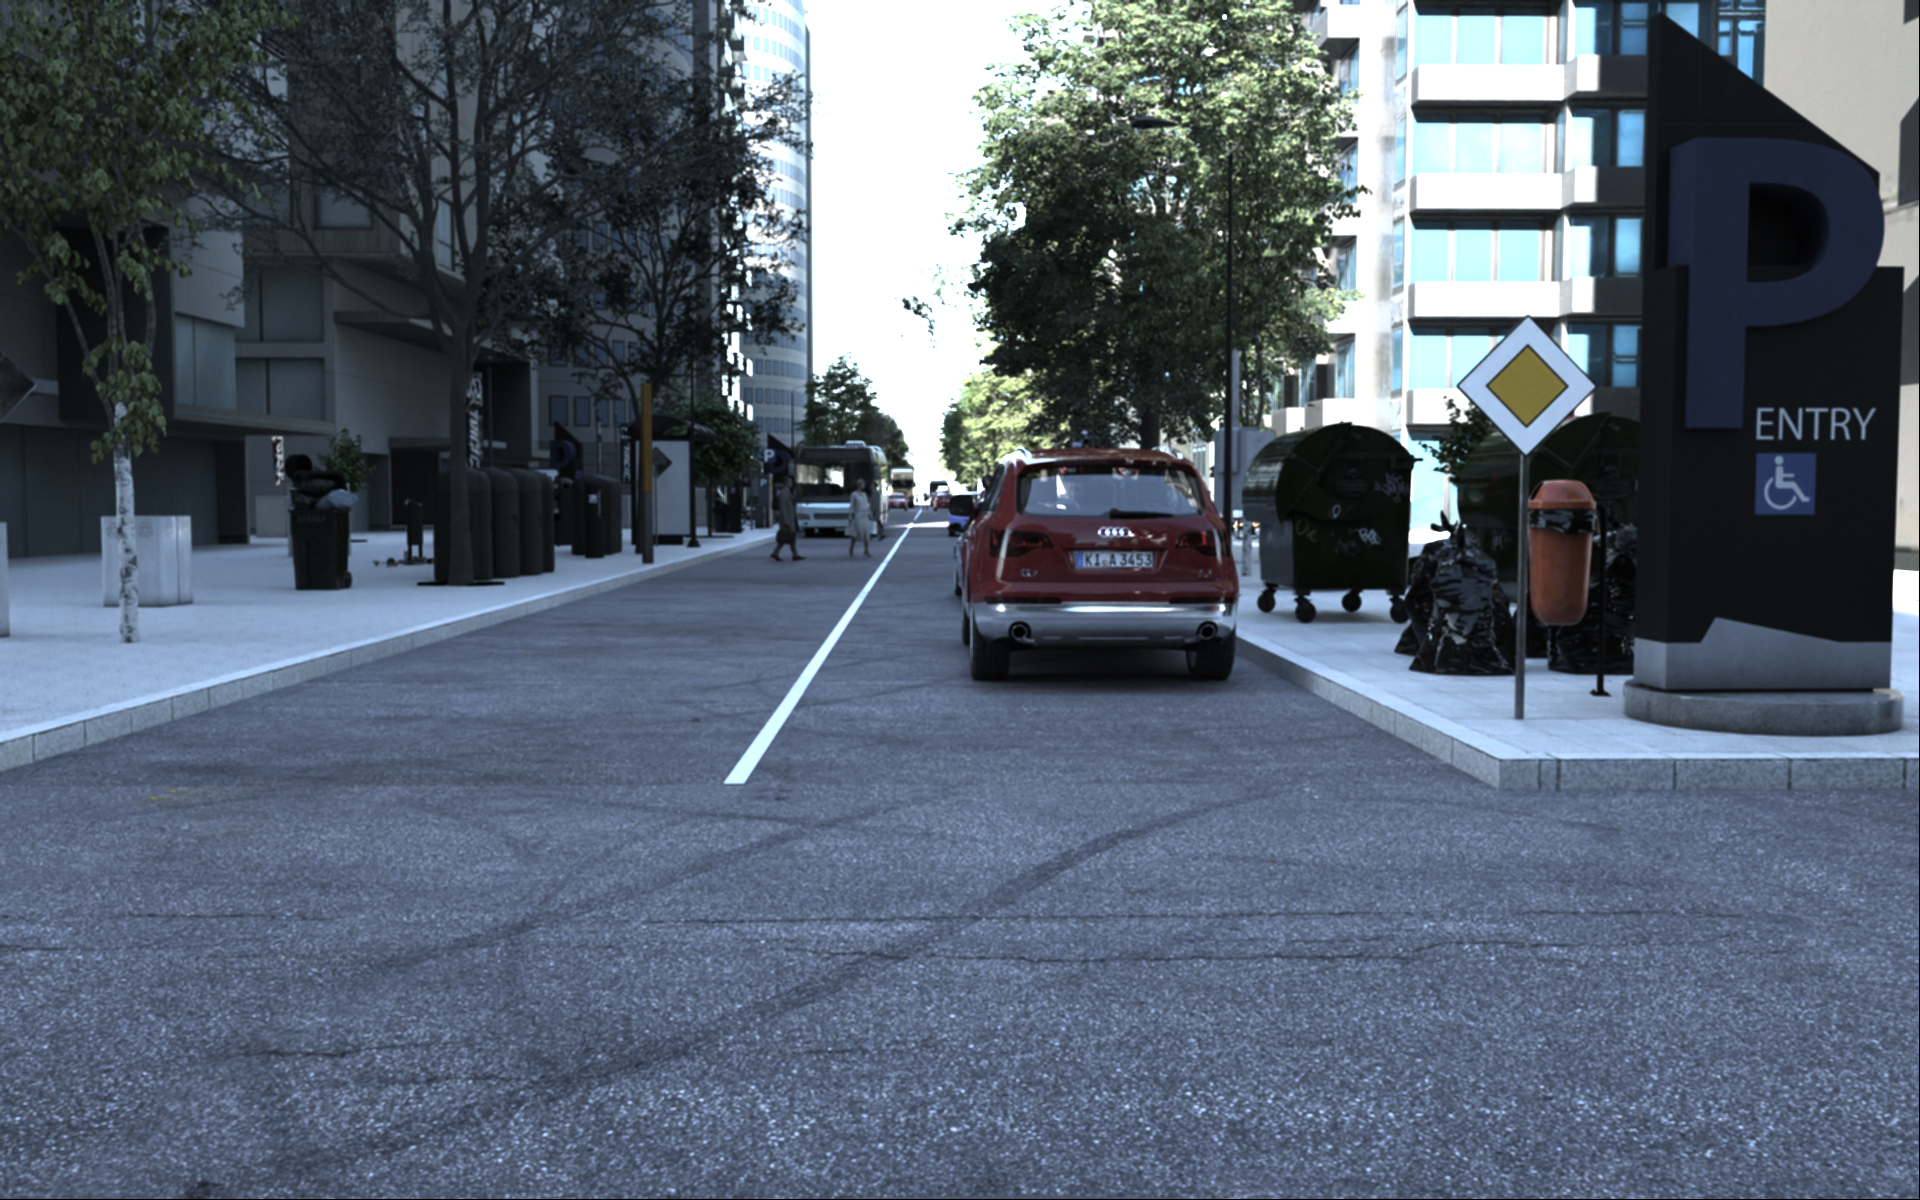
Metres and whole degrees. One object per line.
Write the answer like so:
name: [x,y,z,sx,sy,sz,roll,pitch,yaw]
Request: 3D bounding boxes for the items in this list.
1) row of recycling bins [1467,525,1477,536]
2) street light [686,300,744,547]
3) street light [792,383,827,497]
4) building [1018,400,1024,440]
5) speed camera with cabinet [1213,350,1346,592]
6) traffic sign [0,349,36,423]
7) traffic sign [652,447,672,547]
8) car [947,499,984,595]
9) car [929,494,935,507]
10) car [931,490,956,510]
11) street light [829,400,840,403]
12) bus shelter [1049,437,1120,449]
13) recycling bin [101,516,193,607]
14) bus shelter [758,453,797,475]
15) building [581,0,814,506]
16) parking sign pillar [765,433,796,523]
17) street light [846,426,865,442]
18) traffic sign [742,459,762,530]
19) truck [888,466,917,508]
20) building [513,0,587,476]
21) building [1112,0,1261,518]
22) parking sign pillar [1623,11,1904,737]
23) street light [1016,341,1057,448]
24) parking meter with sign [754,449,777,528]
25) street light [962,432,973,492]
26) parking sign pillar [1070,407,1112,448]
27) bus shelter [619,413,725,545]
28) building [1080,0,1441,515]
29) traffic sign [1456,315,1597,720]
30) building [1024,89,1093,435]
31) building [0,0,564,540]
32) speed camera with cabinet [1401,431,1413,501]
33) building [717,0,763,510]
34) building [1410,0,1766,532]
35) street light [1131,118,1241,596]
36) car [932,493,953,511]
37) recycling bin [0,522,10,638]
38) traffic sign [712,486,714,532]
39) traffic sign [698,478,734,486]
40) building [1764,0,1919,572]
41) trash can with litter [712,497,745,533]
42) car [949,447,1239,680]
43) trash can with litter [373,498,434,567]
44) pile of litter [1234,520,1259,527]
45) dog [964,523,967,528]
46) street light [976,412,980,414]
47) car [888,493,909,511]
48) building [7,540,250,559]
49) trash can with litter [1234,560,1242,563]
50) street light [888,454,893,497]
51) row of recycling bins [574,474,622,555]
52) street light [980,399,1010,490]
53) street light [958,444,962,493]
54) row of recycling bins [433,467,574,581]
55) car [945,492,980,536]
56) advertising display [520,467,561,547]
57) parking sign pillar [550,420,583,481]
row of recycling bins: [11.145,-1.649,34.072,1.069,1.692,3.534,-1,4,-16]
street light: [-5.880,-4.223,41.581,1.470,5.913,1.316,0,4,-1]
street light: [-6.482,-6.131,72.779,1.470,5.913,1.316,0,4,-1]
building: [21.847,-23.569,230.396,27.650,21.520,28.899,0,4,-1]
speed camera with cabinet: [4.347,-1.783,23.481,0.660,3.252,2.038,-3,4,-36]
traffic sign: [-5.558,-0.370,9.691,0.795,2.450,0.064,0,4,-1]
traffic sign: [-7.378,-2.499,42.052,0.795,2.450,0.064,0,4,1]
car: [0.855,-0.676,23.059,2.014,1.417,4.499,0,4,-3]
car: [-2.585,-11.685,200.087,2.155,1.783,4.494,0,4,-3]
car: [-1.431,-8.991,155.671,2.281,1.827,5.304,0,4,-1]
street light: [-6.648,-6.943,86.058,1.470,5.913,1.316,0,4,-1]
bus shelter: [4.136,-3.973,58.887,2.014,3.302,5.546,0,4,-1]
recycling bin: [-9.366,-0.454,19.971,0.722,1.027,0.722,0,4,4]
bus shelter: [-8.095,-5.275,80.170,2.014,3.302,5.546,0,4,-1]
building: [-27.466,-39.603,189.506,21.231,58.520,28.212,0,4,-1]
parking sign pillar: [-7.885,-5.366,76.212,1.447,3.967,1.447,1,4,17]
street light: [-7.191,-8.906,118.151,1.470,5.913,1.316,0,4,-1]
traffic sign: [-7.452,-3.780,61.902,0.768,2.556,0.104,1,4,8]
truck: [-5.852,-11.517,177.218,2.839,4.237,11.283,0,4,-1]
building: [-25.917,-33.981,97.584,21.231,58.520,28.212,0,4,-1]
building: [22.124,-48.432,104.532,22.319,86.520,31.000,0,4,-1]
parking sign pillar: [4.555,-1.302,9.752,1.447,3.967,1.447,0,4,-3]
street light: [2.383,-4.906,52.761,1.470,5.913,1.316,0,4,-1]
parking meter with sign: [-7.387,-4.237,65.533,0.543,3.016,1.738,0,4,6]
street light: [1.120,-9.596,129.437,1.470,5.913,1.316,0,4,-1]
parking sign pillar: [4.046,-3.971,53.393,1.447,3.967,1.447,0,4,0]
bus shelter: [-7.568,-3.191,46.095,2.014,3.302,5.546,0,4,-1]
building: [21.176,-31.604,136.335,23.786,49.044,30.456,0,4,-1]
traffic sign: [3.185,-0.377,9.810,0.795,2.450,0.064,0,4,-1]
building: [18.792,-35.512,204.316,21.300,48.544,21.600,0,4,-1]
building: [-30.703,-29.073,64.576,28.713,52.752,27.495,0,4,-1]
speed camera with cabinet: [13.261,-3.694,54.729,2.038,3.252,0.660,1,4,16]
building: [-27.348,-31.041,127.133,23.786,49.044,30.456,0,4,-1]
building: [24.049,-27.510,69.390,23.786,49.044,30.456,0,4,-1]
street light: [2.807,-2.998,21.560,1.470,5.913,1.316,0,4,-1]
car: [-1.316,-8.362,145.751,2.155,1.783,4.494,0,4,-2]
recycling bin: [-8.954,-0.167,15.292,0.722,1.027,0.722,1,4,11]
traffic sign: [-8.348,-3.573,58.523,0.768,2.556,0.104,0,4,1]
traffic sign: [-8.390,-3.774,55.579,2.265,3.308,0.079,0,4,6]
building: [26.200,-24.764,28.598,21.600,48.544,21.300,0,4,-1]
trash can with litter: [-7.753,-2.840,57.821,1.055,1.170,0.624,-2,4,-30]
car: [1.053,-0.379,14.878,2.281,1.827,5.304,0,4,-1]
trash can with litter: [-10.203,-1.257,31.609,1.678,1.210,2.233,0,4,4]
pile of litter: [11.050,-3.176,65.898,1.719,0.858,1.176,3,5,40]
dog: [0.160,-1.321,38.434,0.513,0.831,0.800,1,4,9]
street light: [1.623,-7.688,98.237,1.470,5.913,1.316,0,4,-1]
car: [-5.423,-8.549,148.809,2.155,1.783,4.494,0,4,-2]
building: [-29.166,-26.907,29.168,28.713,52.752,27.495,0,4,-1]
trash can with litter: [4.263,-1.317,32.597,2.233,1.210,1.678,3,5,45]
street light: [-8.454,-13.991,201.293,1.470,5.913,1.316,0,4,-1]
row of recycling bins: [-7.930,-1.885,37.933,1.069,1.692,3.534,-1,4,-8]
street light: [1.836,-6.815,83.960,1.470,5.913,1.316,0,4,-1]
street light: [0.589,-11.535,161.144,1.470,5.913,1.316,0,4,-1]
row of recycling bins: [-7.202,-1.222,27.095,1.069,1.692,3.534,0,4,6]
car: [0.450,-3.076,59.885,1.945,1.707,3.694,0,3,0]
advertising display: [-10.219,-2.258,42.127,0.974,1.923,0.123,-1,4,-16]
parking sign pillar: [-14.171,-4.518,62.349,1.447,3.967,1.447,2,4,34]
